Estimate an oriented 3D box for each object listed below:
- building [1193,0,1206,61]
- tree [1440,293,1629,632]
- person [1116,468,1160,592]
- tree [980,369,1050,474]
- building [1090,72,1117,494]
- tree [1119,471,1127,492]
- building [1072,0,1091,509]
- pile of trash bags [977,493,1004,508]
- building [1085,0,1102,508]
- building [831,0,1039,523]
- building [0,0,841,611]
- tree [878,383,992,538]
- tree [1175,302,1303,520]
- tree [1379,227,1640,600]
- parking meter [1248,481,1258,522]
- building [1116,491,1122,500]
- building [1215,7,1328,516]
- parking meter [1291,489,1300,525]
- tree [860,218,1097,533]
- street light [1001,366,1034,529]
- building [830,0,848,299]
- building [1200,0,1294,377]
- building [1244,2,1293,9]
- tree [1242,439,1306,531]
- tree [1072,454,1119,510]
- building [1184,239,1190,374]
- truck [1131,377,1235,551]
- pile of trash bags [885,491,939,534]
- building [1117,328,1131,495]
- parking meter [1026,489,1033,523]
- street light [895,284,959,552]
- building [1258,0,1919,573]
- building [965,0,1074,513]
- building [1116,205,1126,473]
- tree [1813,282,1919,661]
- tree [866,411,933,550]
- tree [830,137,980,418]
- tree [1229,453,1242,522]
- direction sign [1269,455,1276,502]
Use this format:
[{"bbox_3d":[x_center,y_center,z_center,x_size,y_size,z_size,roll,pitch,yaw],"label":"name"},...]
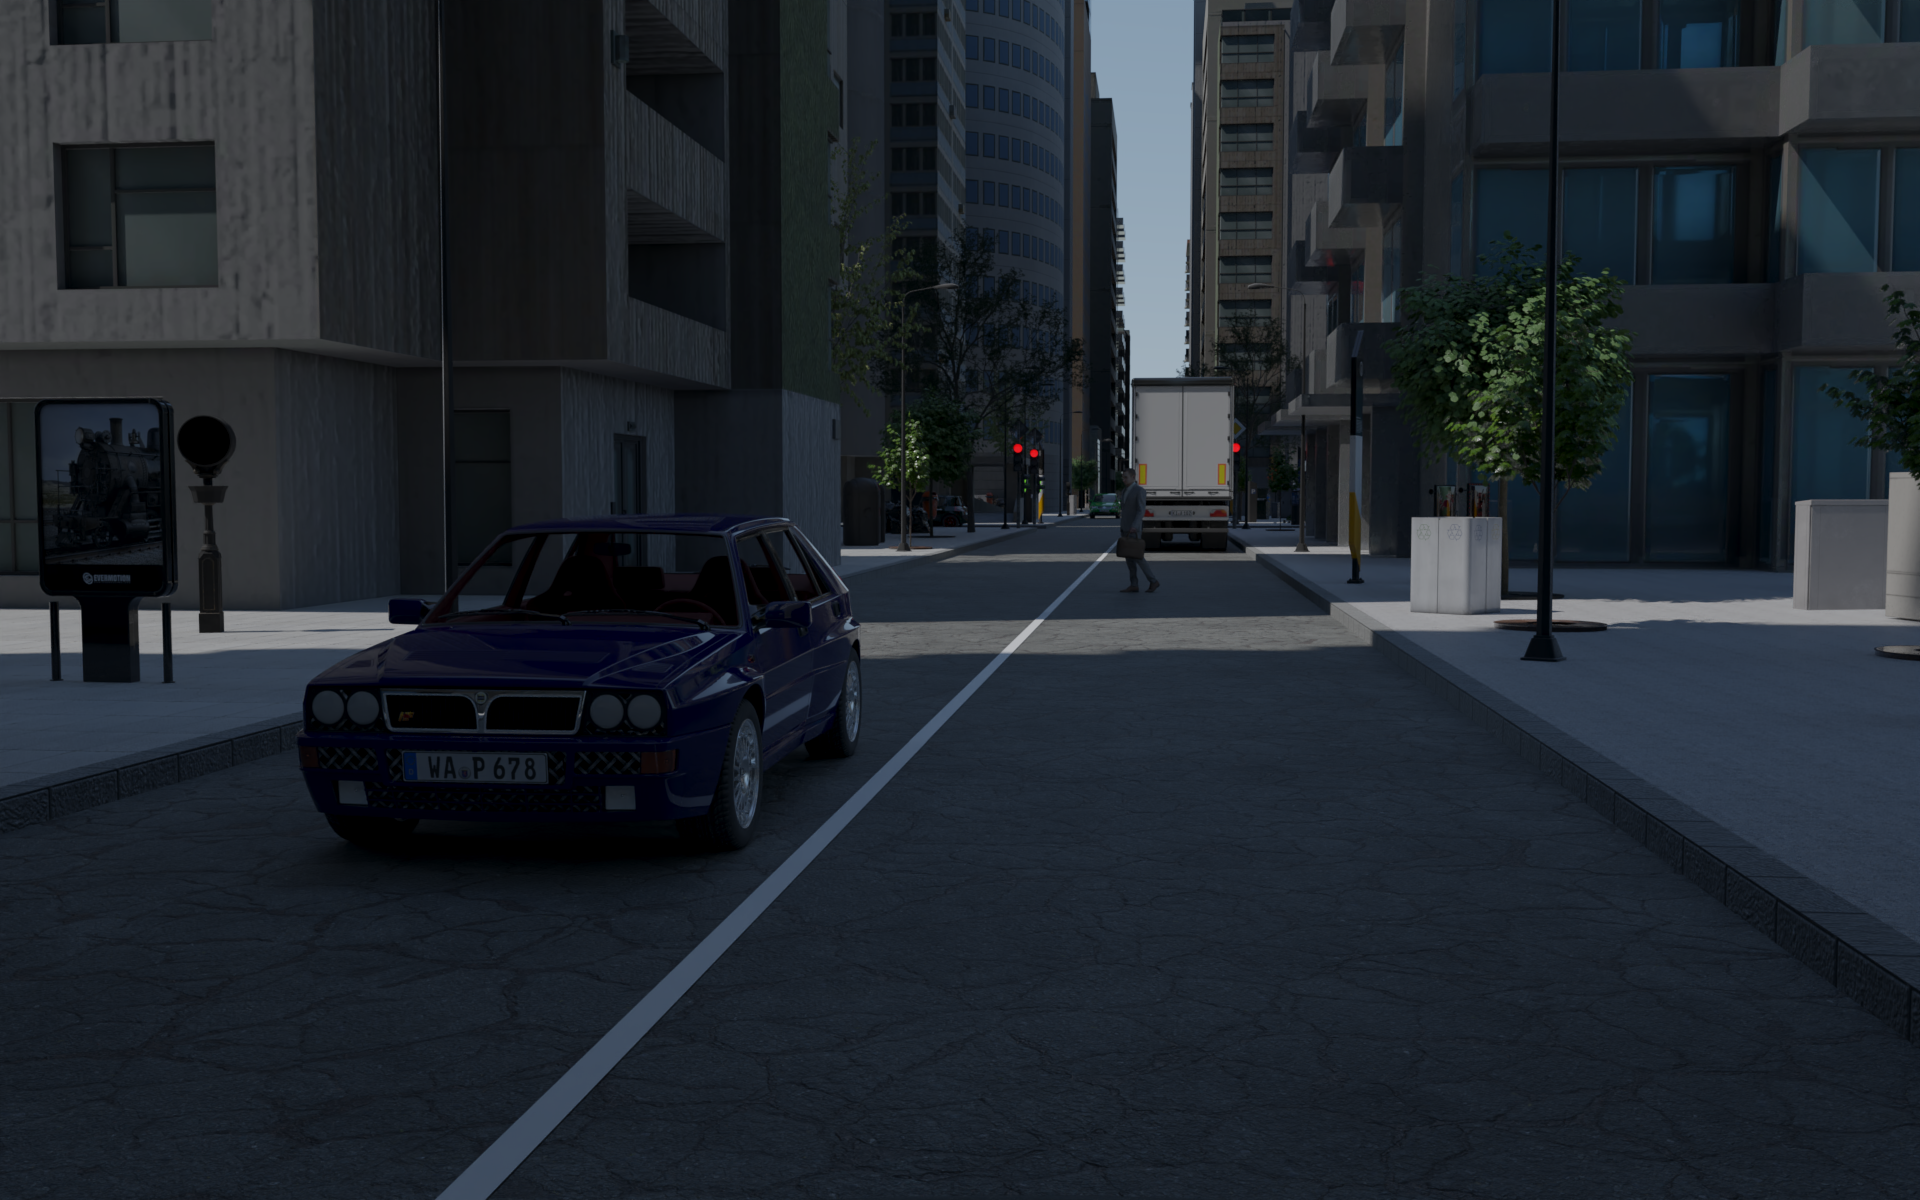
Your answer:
[{"bbox_3d":[34.967,-39.145,182.023,21.231,58.520,28.212,0,4,7],"label":"building"},{"bbox_3d":[5.709,-1.345,16.589,1.663,3.219,1.824,0,3,0],"label":"tree"},{"bbox_3d":[2.504,-1.015,25.223,0.853,1.813,0.709,-2,4,-32],"label":"person"},{"bbox_3d":[2.816,-9.115,99.389,4.737,8.622,4.395,0,3,0],"label":"tree"},{"bbox_3d":[7.463,-35.510,204.283,21.300,48.544,21.600,0,4,7],"label":"building"},{"bbox_3d":[19.671,-14.411,219.341,4.285,4.588,4.351,0,3,0],"label":"tree"},{"bbox_3d":[4.475,-30.916,155.584,14.600,45.320,14.200,0,4,7],"label":"building"},{"bbox_3d":[1.765,-5.816,104.850,1.912,1.369,3.447,0,4,-1],"label":"pile of trash bags"},{"bbox_3d":[3.656,-52.873,177.139,22.319,86.520,31.000,0,4,7],"label":"building"},{"bbox_3d":[-12.613,-24.055,85.175,32.217,40.220,23.993,0,4,7],"label":"building"},{"bbox_3d":[-9.930,-15.457,24.418,14.160,30.474,14.107,0,4,7],"label":"building"},{"bbox_3d":[-0.762,-4.132,51.267,4.285,4.588,4.351,0,3,0],"label":"tree"},{"bbox_3d":[13.758,-9.226,85.261,8.767,10.594,7.601,0,4,7],"label":"tree"},{"bbox_3d":[6.864,-2.317,21.591,4.285,4.588,4.351,0,3,0],"label":"tree"},{"bbox_3d":[13.228,-4.436,78.237,0.399,1.863,0.255,0,4,-4],"label":"parking meter"},{"bbox_3d":[6.711,-33.827,244.951,32.217,40.220,23.993,0,4,7],"label":"building"},{"bbox_3d":[22.790,-20.488,106.676,14.160,30.474,14.107,0,4,7],"label":"building"},{"bbox_3d":[13.904,-3.872,71.712,0.372,1.533,0.369,0,3,0],"label":"parking meter"},{"bbox_3d":[0.462,-7.546,57.788,8.767,10.594,7.601,1,4,10],"label":"tree"},{"bbox_3d":[2.191,-5.533,63.002,1.470,5.913,1.316,0,4,7],"label":"street light"},{"bbox_3d":[-18.659,-28.335,52.522,27.495,52.752,28.713,0,4,7],"label":"building"},{"bbox_3d":[32.877,-32.646,157.460,21.300,48.544,21.600,0,4,7],"label":"building"},{"bbox_3d":[33.600,-26.936,132.290,32.217,40.220,23.993,0,4,7],"label":"building"},{"bbox_3d":[11.125,-4.016,60.270,1.663,3.219,1.824,0,3,0],"label":"tree"},{"bbox_3d":[9.927,-9.668,141.778,4.285,4.588,4.351,0,3,0],"label":"tree"},{"bbox_3d":[48.506,-38.764,288.409,22.147,44.769,28.867,0,4,7],"label":"building"},{"bbox_3d":[6.015,-3.562,47.160,2.839,4.237,11.283,0,4,7],"label":"truck"},{"bbox_3d":[-1.771,-2.877,56.787,1.912,1.369,3.447,2,4,32],"label":"pile of trash bags"},{"bbox_3d":[21.705,-31.957,294.198,14.160,30.474,14.107,0,4,7],"label":"building"},{"bbox_3d":[3.070,-4.236,77.664,0.372,1.533,0.369,0,3,0],"label":"parking meter"},{"bbox_3d":[-0.718,-4.030,38.437,1.470,5.913,1.316,0,4,7],"label":"street light"},{"bbox_3d":[19.619,-25.724,40.195,23.786,49.044,30.456,0,4,7],"label":"building"},{"bbox_3d":[-3.289,-35.448,121.577,21.231,58.520,28.212,0,4,7],"label":"building"},{"bbox_3d":[14.557,-39.878,271.619,23.786,49.044,30.456,0,4,7],"label":"building"},{"bbox_3d":[7.786,-1.148,13.376,1.663,3.219,1.824,0,3,0],"label":"tree"},{"bbox_3d":[-1.108,-2.803,40.437,1.663,3.219,1.824,0,3,0],"label":"tree"},{"bbox_3d":[-2.832,-5.152,34.591,4.737,8.622,4.395,0,3,0],"label":"tree"},{"bbox_3d":[13.027,-5.222,79.983,1.663,3.219,1.824,0,3,0],"label":"tree"},{"bbox_3d":[18.268,-6.622,100.263,0.876,3.537,0.379,-1,4,-12],"label":"direction sign"}]
